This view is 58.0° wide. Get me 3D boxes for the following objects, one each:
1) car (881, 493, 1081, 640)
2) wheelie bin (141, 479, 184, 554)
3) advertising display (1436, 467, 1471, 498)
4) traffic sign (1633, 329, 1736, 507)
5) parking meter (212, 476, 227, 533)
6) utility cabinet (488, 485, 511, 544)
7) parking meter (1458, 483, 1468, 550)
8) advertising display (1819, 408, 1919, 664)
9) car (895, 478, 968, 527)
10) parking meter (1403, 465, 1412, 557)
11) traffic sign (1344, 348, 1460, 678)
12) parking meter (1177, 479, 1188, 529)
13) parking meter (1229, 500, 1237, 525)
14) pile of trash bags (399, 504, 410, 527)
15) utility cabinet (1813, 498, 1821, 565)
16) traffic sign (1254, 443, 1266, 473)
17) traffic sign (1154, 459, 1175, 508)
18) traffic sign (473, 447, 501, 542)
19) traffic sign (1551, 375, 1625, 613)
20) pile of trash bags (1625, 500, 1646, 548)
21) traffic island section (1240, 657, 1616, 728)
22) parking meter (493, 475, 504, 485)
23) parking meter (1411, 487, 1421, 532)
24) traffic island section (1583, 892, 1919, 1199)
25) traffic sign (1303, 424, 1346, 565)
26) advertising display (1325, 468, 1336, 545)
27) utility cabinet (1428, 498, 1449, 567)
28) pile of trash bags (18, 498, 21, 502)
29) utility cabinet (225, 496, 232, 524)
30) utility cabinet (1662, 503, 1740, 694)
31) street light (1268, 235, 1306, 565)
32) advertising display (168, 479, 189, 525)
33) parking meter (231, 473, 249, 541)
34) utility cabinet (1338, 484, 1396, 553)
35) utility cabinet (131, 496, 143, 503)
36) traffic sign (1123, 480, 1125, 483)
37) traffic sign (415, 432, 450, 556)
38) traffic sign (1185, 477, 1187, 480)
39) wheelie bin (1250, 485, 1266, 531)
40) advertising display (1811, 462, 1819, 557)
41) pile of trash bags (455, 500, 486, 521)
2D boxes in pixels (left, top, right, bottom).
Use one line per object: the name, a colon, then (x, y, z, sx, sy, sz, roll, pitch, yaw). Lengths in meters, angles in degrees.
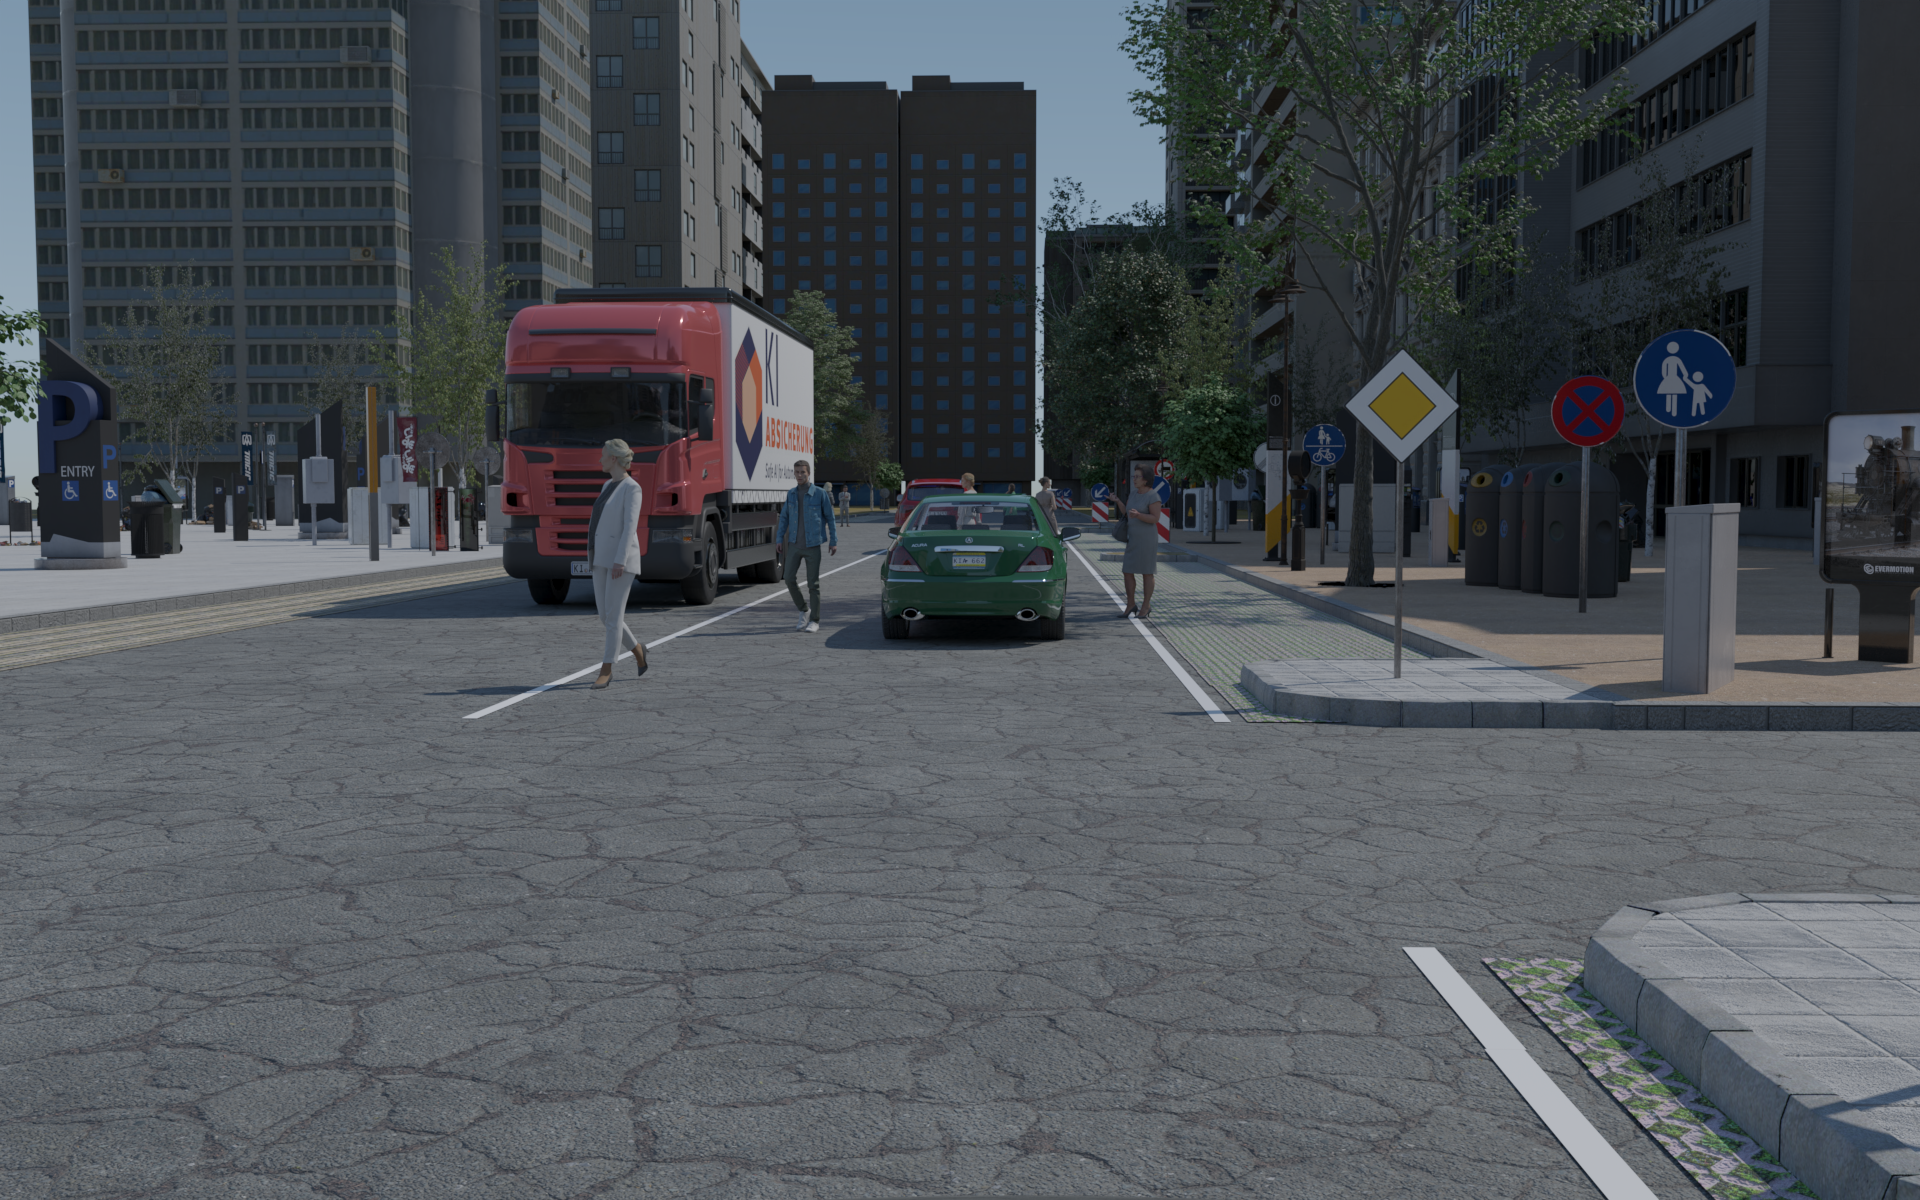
car: (0.228, -0.410, 18.497, 2.131, 1.459, 4.920, 0, 4, 4)
wheelie bin: (-17.072, -1.782, 37.041, 0.693, 1.594, 0.980, 0, 4, -4)
advertising display: (11.804, -2.218, 41.475, 0.974, 1.923, 0.123, -2, 4, -26)
traffic sign: (5.600, -0.818, 13.474, 0.768, 2.556, 0.104, 0, 4, 6)
parking meter: (-24.507, -3.159, 57.353, 0.399, 1.863, 0.255, -1, 4, -18)
utility cabinet: (-11.225, -2.124, 43.404, 1.173, 1.500, 0.318, 1, 4, 12)
parking meter: (11.608, -1.918, 39.768, 0.372, 1.533, 0.369, 0, 3, 0)
advertising display: (7.079, -0.488, 13.192, 0.123, 1.923, 0.974, -3, 5, -43)
car: (-0.499, -2.125, 43.421, 2.281, 1.827, 5.304, 0, 4, 2)
parking meter: (9.028, -1.805, 35.218, 0.255, 1.863, 0.399, 0, 4, 6)
traffic sign: (3.044, -0.511, 12.004, 0.795, 2.450, 0.064, 0, 4, 2)
parking meter: (8.147, -3.532, 63.465, 0.255, 1.863, 0.399, -2, 4, -30)
parking meter: (11.429, -4.093, 72.625, 0.399, 1.863, 0.255, -1, 4, -12)
pile of trash bags: (-22.920, -3.574, 68.180, 1.912, 1.369, 3.447, -2, 4, -31)
utility cabinet: (15.890, -1.219, 31.085, 0.306, 1.237, 1.020, -2, 4, -32)
traffic sign: (7.590, -2.595, 42.541, 0.768, 2.556, 0.104, 1, 4, 11)
traffic sign: (7.414, -3.835, 62.815, 0.768, 2.556, 0.104, 1, 4, 10)
traffic sign: (-12.733, -2.844, 46.611, 0.768, 2.556, 0.104, 1, 4, 9)
traffic sign: (6.734, -1.134, 18.654, 0.768, 2.556, 0.104, 0, 4, 7)
pile of trash bags: (15.095, -1.988, 42.261, 1.912, 1.369, 3.447, -2, 4, -24)
traffic island section: (3.068, 0.624, 12.080, 2.009, 0.180, 2.903, 0, 4, 2)
parking meter: (-14.150, -2.908, 53.257, 0.255, 1.863, 0.399, -3, 5, -44)
parking meter: (15.247, -3.037, 58.072, 0.372, 1.533, 0.369, 0, 3, 0)
traffic island section: (2.766, 1.112, 4.101, 2.009, 0.180, 2.903, 0, 4, 2)
traffic sign: (6.603, -1.919, 31.475, 0.768, 2.556, 0.104, 0, 4, 7)
advertising display: (9.565, -2.330, 43.317, 0.974, 1.923, 0.123, -1, 4, -20)
utility cabinet: (8.542, -1.210, 30.947, 0.306, 1.237, 1.020, 1, 4, 12)
pile of trash bags: (-48.553, -4.753, 87.462, 1.912, 1.369, 3.447, 0, 4, -3)
utility cabinet: (-30.751, -3.808, 73.423, 1.020, 1.237, 0.306, 0, 4, 8)
utility cabinet: (4.941, -0.024, 11.560, 0.306, 1.237, 1.020, 2, 4, 33)
street light: (5.854, -3.569, 31.141, 0.468, 5.910, 1.993, 0, 4, 2)
advertising display: (-32.927, -4.144, 72.973, 0.974, 1.923, 0.123, 1, 4, 22)
parking meter: (-19.610, -2.539, 47.221, 0.399, 1.863, 0.255, -2, 4, -35)
utility cabinet: (8.830, -1.768, 37.588, 1.173, 1.500, 0.318, 1, 4, 10)
utility cabinet: (-31.207, -3.381, 66.442, 0.306, 1.237, 1.020, 3, 4, 37)
traffic sign: (8.592, -5.309, 86.804, 0.884, 2.594, 0.081, 1, 4, 8)
traffic sign: (-10.894, -2.181, 35.771, 0.768, 2.556, 0.104, 0, 4, 8)
traffic sign: (9.229, -4.431, 72.554, 0.768, 2.556, 0.104, 0, 4, 8)
wheelie bin: (10.537, -3.209, 60.369, 0.980, 1.594, 0.693, -2, 4, -32)
advertising display: (17.618, -1.852, 35.502, 0.123, 1.923, 0.974, 3, 4, 36)
pile of trash bags: (-22.695, -4.450, 82.511, 1.912, 1.369, 3.447, -3, 4, -37)
